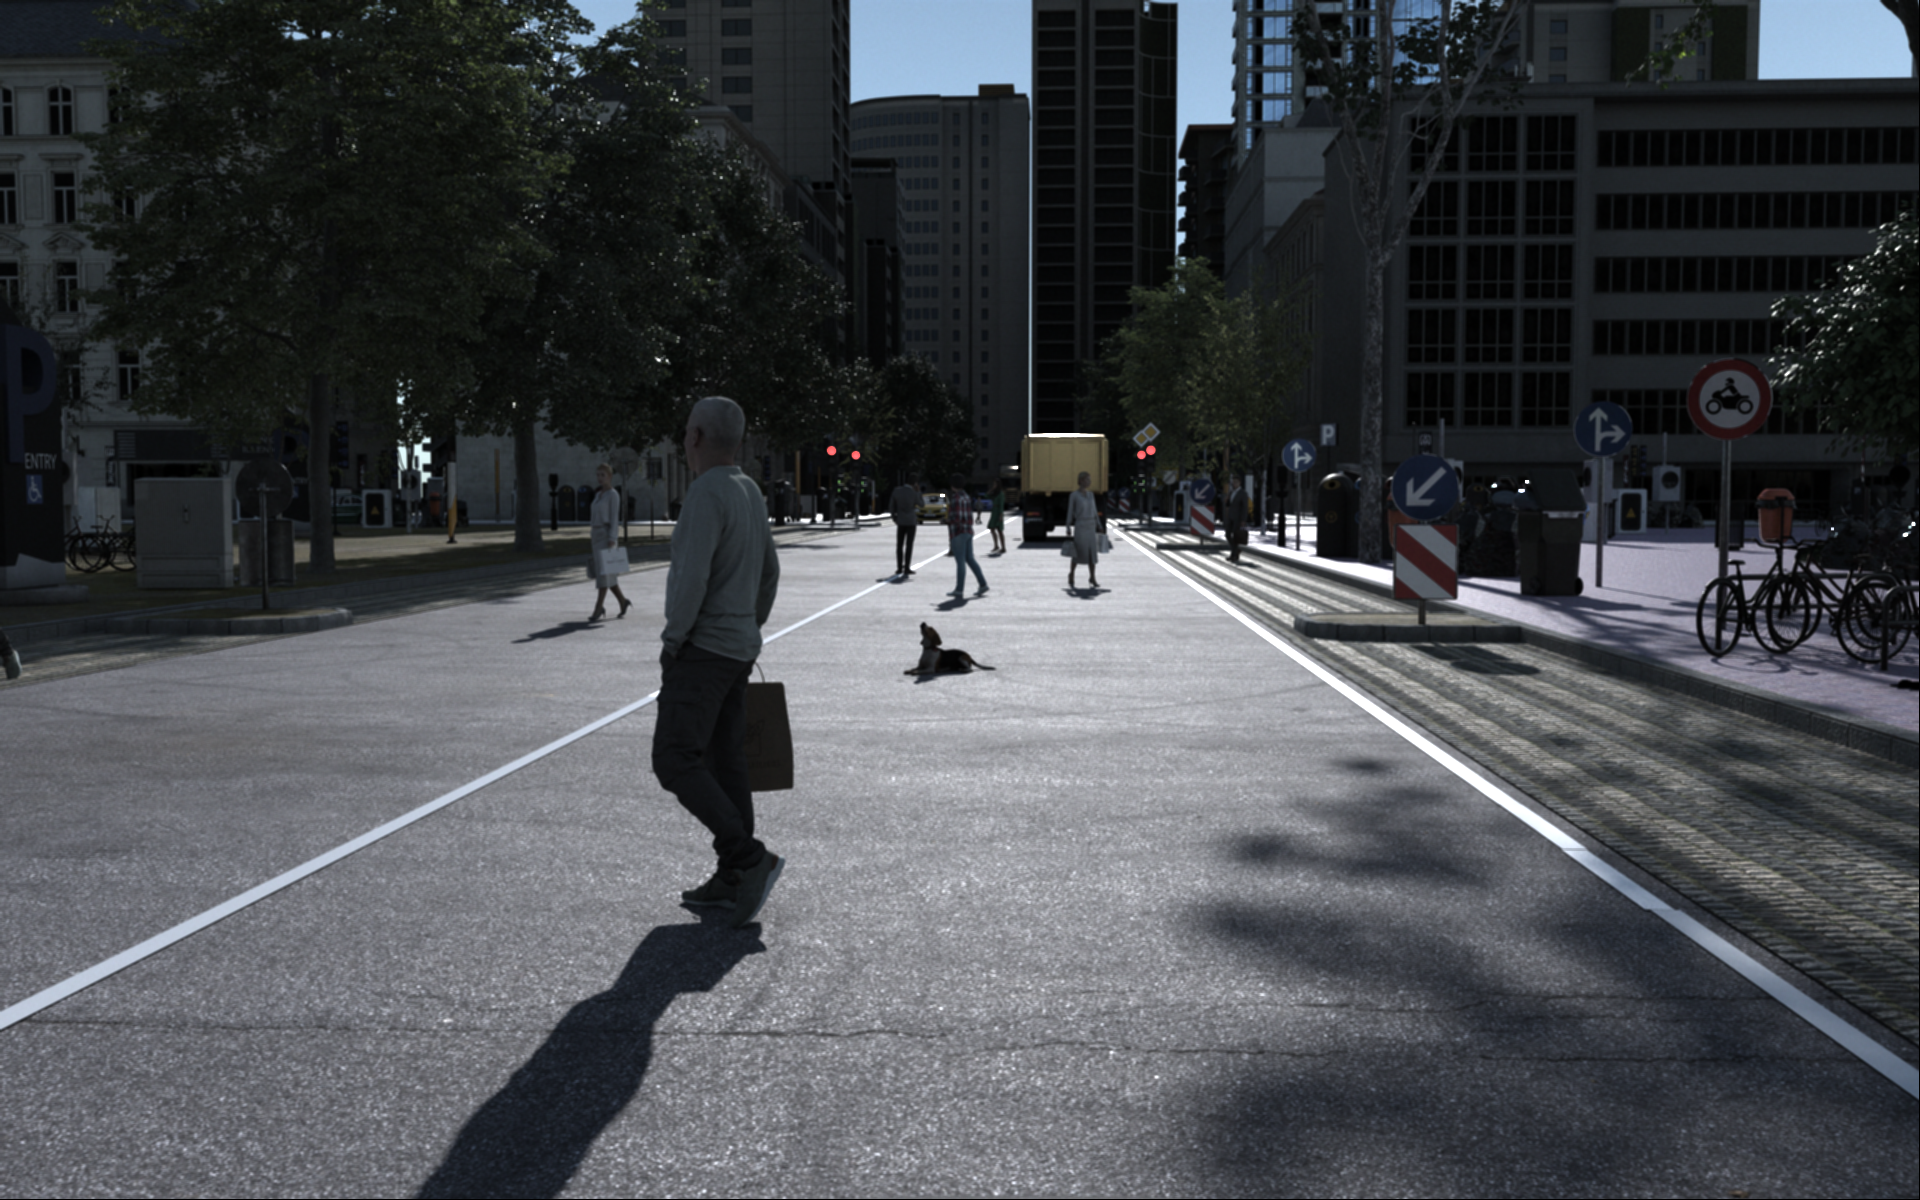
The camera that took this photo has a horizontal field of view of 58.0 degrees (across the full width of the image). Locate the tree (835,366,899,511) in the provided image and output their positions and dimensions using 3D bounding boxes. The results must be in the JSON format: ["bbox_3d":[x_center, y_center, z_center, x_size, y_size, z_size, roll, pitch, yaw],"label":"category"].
[{"bbox_3d":[-5.628,-8.959,96.840,4.360,8.622,3.978,0,3,0],"label":"tree"}]

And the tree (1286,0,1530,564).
[{"bbox_3d":[8.913,-10.700,30.835,12.611,20.169,13.585,0,3,0],"label":"tree"}]

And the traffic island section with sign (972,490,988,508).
[{"bbox_3d":[1.806,-10.376,178.269,1.989,1.847,2.006,0,4,3],"label":"traffic island section with sign"}]

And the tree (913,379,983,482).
[{"bbox_3d":[-1.329,-15.451,170.748,7.486,12.596,7.792,0,3,0],"label":"tree"}]

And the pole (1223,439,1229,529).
[{"bbox_3d":[9.844,-4.296,64.088,0.158,3.312,0.155,0,3,0],"label":"pole"}]

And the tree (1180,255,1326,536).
[{"bbox_3d":[9.225,-6.312,53.558,4.737,8.622,4.395,0,3,0],"label":"tree"}]

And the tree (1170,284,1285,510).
[{"bbox_3d":[9.544,-6.779,61.201,4.360,8.622,3.978,0,3,0],"label":"tree"}]

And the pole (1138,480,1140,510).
[{"bbox_3d":[14.126,-8.700,136.084,0.158,3.312,0.155,0,3,0],"label":"pole"}]

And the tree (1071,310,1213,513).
[{"bbox_3d":[12.846,-12.989,119.028,9.857,13.997,8.962,0,3,0],"label":"tree"}]

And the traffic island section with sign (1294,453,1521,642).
[{"bbox_3d":[4.481,-0.555,17.697,1.989,1.847,2.006,0,4,3],"label":"traffic island section with sign"}]

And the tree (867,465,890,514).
[{"bbox_3d":[-5.326,-7.090,110.523,1.663,3.219,1.824,0,3,0],"label":"tree"}]

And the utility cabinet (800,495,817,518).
[{"bbox_3d":[-8.097,-4.946,92.024,1.020,1.237,0.306,2,4,31],"label":"utility cabinet"}]

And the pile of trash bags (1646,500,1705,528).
[{"bbox_3d":[26.285,-3.415,65.596,3.447,1.369,1.912,-1,4,-16],"label":"pile of trash bags"}]

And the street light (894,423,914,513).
[{"bbox_3d":[-3.714,-8.618,113.449,1.470,5.913,1.316,0,4,3],"label":"street light"}]

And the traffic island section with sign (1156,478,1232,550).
[{"bbox_3d":[6.082,-2.205,44.687,1.989,1.847,2.006,0,4,3],"label":"traffic island section with sign"}]

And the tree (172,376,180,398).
[{"bbox_3d":[-27.539,-7.011,64.998,4.737,8.622,4.395,0,3,0],"label":"tree"}]

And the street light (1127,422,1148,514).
[{"bbox_3d":[11.493,-8.538,112.144,1.470,5.913,1.316,0,4,3],"label":"street light"}]

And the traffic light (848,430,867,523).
[{"bbox_3d":[-4.523,-5.335,76.147,0.839,4.253,0.868,0,4,3],"label":"traffic light"}]

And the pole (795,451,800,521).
[{"bbox_3d":[-7.590,-5.334,81.059,0.158,3.312,0.155,0,3,0],"label":"pole"}]

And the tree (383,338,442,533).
[{"bbox_3d":[-18.253,-6.495,56.557,4.737,8.622,4.395,0,3,0],"label":"tree"}]

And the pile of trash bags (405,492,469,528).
[{"bbox_3d":[-20.013,-3.493,66.861,1.912,1.369,3.447,-1,4,-8],"label":"pile of trash bags"}]

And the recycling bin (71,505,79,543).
[{"bbox_3d":[-23.342,-2.030,45.742,0.722,1.027,0.722,1,4,20],"label":"recycling bin"}]

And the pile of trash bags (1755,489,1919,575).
[{"bbox_3d":[15.212,-1.194,29.282,3.447,1.369,1.912,0,4,1],"label":"pile of trash bags"}]

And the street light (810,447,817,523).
[{"bbox_3d":[-5.923,-6.335,76.120,1.470,5.913,1.316,0,4,3],"label":"street light"}]

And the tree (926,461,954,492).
[{"bbox_3d":[-1.531,-10.790,160.135,4.285,4.588,4.351,0,3,0],"label":"tree"}]

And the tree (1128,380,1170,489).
[{"bbox_3d":[12.493,-9.474,105.265,4.360,8.622,3.978,0,3,0],"label":"tree"}]

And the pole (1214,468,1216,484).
[{"bbox_3d":[19.810,-8.610,134.623,0.158,3.312,0.155,0,3,0],"label":"pole"}]

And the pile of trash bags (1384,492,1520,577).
[{"bbox_3d":[7.873,-1.073,27.289,3.447,1.369,1.912,-3,5,-40],"label":"pile of trash bags"}]

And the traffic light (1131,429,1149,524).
[{"bbox_3d":[7.867,-5.291,75.431,0.839,4.253,0.868,0,4,3],"label":"traffic light"}]

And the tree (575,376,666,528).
[{"bbox_3d":[-12.762,-7.047,65.579,4.360,8.622,3.978,0,3,0],"label":"tree"}]

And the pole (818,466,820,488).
[{"bbox_3d":[-10.349,-8.158,127.231,0.158,3.312,0.155,0,3,0],"label":"pole"}]

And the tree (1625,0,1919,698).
[{"bbox_3d":[6.481,-5.201,10.784,9.928,11.665,9.643,0,3,0],"label":"tree"}]

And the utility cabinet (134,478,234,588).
[{"bbox_3d":[-10.438,-0.894,23.294,1.173,1.500,0.318,0,4,-2],"label":"utility cabinet"}]

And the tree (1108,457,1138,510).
[{"bbox_3d":[14.222,-9.558,139.980,4.285,4.588,4.351,0,3,0],"label":"tree"}]

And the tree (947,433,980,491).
[{"bbox_3d":[-0.149,-14.350,184.981,4.360,8.622,3.978,0,3,0],"label":"tree"}]

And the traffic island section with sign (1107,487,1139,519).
[{"bbox_3d":[9.359,-5.595,100.099,1.989,1.847,2.006,0,4,3],"label":"traffic island section with sign"}]

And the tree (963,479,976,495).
[{"bbox_3d":[1.289,-14.152,225.989,1.663,3.219,1.824,0,3,0],"label":"tree"}]

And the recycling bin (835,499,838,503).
[{"bbox_3d":[-6.613,-4.847,91.807,0.722,1.027,0.722,-3,4,-38],"label":"recycling bin"}]

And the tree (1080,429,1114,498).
[{"bbox_3d":[19.591,-18.681,222.442,9.611,12.733,9.660,0,3,0],"label":"tree"}]

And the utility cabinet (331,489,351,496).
[{"bbox_3d":[-27.871,-4.216,77.603,1.173,1.500,0.318,0,4,8],"label":"utility cabinet"}]

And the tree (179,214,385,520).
[{"bbox_3d":[-17.835,-5.806,45.288,4.737,8.622,4.395,0,3,0],"label":"tree"}]

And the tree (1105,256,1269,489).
[{"bbox_3d":[10.764,-10.049,82.424,7.486,12.596,7.792,0,3,0],"label":"tree"}]

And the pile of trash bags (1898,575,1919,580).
[{"bbox_3d":[15.754,-0.977,25.734,3.447,1.369,1.912,0,4,-4],"label":"pile of trash bags"}]

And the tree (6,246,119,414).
[{"bbox_3d":[-28.078,-6.241,52.405,4.360,8.622,3.978,0,3,0],"label":"tree"}]

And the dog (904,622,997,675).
[{"bbox_3d":[-0.071,0.384,13.921,0.748,0.427,0.550,0,4,2],"label":"dog"}]

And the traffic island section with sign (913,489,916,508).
[{"bbox_3d":[-2.778,-5.639,100.825,1.989,1.847,2.006,0,4,3],"label":"traffic island section with sign"}]

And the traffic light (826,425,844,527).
[{"bbox_3d":[-4.995,-4.847,68.176,0.839,4.253,0.868,0,4,3],"label":"traffic light"}]

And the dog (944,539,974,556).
[{"bbox_3d":[-0.011,-1.231,40.325,0.748,0.427,0.550,0,4,0],"label":"dog"}]

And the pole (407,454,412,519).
[{"bbox_3d":[-28.182,-5.801,88.681,0.158,3.312,0.155,0,3,0],"label":"pole"}]

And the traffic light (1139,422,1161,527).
[{"bbox_3d":[7.395,-4.804,67.460,0.839,4.253,0.868,0,4,3],"label":"traffic light"}]

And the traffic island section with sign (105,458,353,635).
[{"bbox_3d":[-7.659,-0.604,18.497,1.989,1.847,2.006,0,4,3],"label":"traffic island section with sign"}]

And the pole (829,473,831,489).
[{"bbox_3d":[-9.273,-7.971,124.164,0.158,3.312,0.155,0,3,0],"label":"pole"}]

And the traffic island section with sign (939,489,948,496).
[{"bbox_3d":[-1.141,-7.319,128.289,1.989,1.847,2.006,0,4,3],"label":"traffic island section with sign"}]

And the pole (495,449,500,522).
[{"bbox_3d":[-21.030,-5.194,78.757,0.158,3.312,0.155,0,3,0],"label":"pole"}]

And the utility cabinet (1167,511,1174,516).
[{"bbox_3d":[12.550,-5.538,101.716,0.306,1.237,1.020,2,4,35],"label":"utility cabinet"}]
